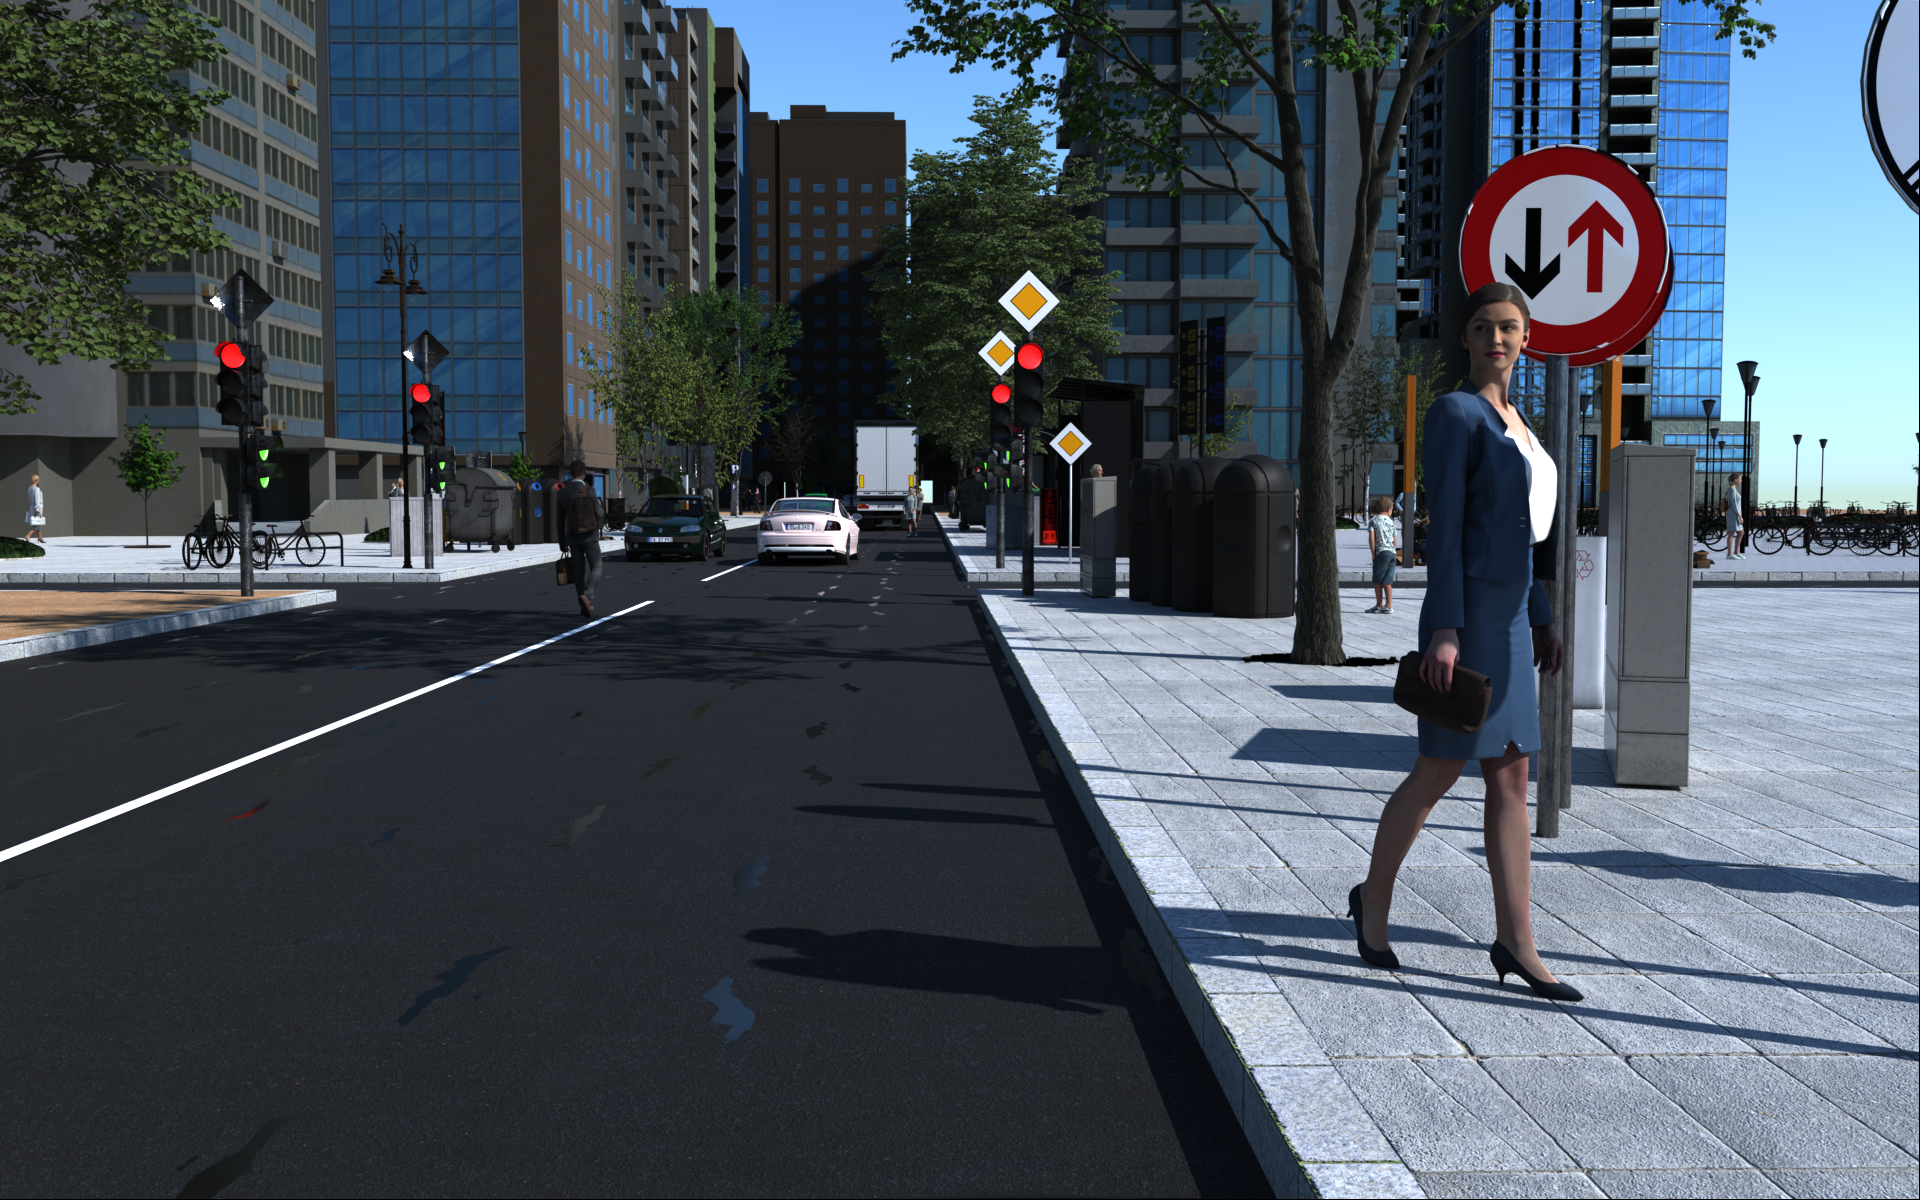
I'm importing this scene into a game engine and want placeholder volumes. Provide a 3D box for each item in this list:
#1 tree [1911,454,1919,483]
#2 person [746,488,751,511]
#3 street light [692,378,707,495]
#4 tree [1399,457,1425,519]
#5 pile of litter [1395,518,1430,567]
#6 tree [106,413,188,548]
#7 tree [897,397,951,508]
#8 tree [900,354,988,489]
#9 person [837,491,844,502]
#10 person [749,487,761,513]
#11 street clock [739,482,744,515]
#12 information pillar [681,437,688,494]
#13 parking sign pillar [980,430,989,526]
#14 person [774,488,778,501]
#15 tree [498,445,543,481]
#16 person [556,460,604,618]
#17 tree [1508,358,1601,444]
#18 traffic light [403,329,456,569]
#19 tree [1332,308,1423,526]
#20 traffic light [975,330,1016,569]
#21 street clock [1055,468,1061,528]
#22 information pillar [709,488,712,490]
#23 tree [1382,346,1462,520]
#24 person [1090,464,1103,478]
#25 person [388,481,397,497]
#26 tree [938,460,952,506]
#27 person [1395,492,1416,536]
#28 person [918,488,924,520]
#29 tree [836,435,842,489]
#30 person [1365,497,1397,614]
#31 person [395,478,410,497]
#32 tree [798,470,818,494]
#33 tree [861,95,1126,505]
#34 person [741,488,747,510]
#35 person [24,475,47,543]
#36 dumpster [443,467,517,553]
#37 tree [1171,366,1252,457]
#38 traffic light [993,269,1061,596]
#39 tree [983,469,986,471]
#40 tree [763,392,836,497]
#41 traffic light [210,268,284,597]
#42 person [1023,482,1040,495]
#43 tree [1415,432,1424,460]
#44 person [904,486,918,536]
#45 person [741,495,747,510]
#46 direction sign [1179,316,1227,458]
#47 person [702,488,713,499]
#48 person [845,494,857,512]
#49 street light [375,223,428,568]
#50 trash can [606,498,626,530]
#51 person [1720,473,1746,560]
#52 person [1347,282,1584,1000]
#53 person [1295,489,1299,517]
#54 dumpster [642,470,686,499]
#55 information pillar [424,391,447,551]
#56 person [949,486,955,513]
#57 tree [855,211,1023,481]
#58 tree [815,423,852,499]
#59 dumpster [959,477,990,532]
[{"bbox_3d":[25.087,-3.001,43.673,1.663,3.219,1.824,0,3,0],"label":"tree"},{"bbox_3d":[-15.898,-7.541,130.265,0.530,1.710,0.541,2,4,35],"label":"person"},{"bbox_3d":[-10.340,-5.879,68.911,0.468,5.910,1.993,0,4,-1],"label":"street light"},{"bbox_3d":[23.875,-5.841,90.110,1.663,3.219,1.824,0,3,0],"label":"tree"},{"bbox_3d":[8.127,-1.065,31.376,1.719,0.858,1.176,-2,4,-34],"label":"pile of litter"},{"bbox_3d":[-19.378,-2.853,41.249,1.663,3.219,1.824,0,3,0],"label":"tree"},{"bbox_3d":[-1.110,-15.445,162.901,12.009,13.543,11.850,0,3,0],"label":"tree"},{"bbox_3d":[-0.315,-14.767,148.095,9.857,13.997,8.962,0,3,0],"label":"tree"},{"bbox_3d":[-12.659,-10.689,183.946,0.721,1.739,1.217,3,4,38],"label":"person"},{"bbox_3d":[-13.624,-6.624,115.145,0.742,1.727,0.445,-2,4,-31],"label":"person"},{"bbox_3d":[-13.300,-6.134,104.865,0.358,2.002,0.471,-3,4,-37],"label":"street clock"},{"bbox_3d":[-11.397,-4.919,71.778,0.183,3.616,0.504,-2,4,-35],"label":"information pillar"},{"bbox_3d":[1.452,-5.042,70.904,1.447,3.967,1.447,-2,4,-33],"label":"parking sign pillar"},{"bbox_3d":[-17.531,-9.731,165.146,0.705,1.824,1.348,-2,4,-23],"label":"person"},{"bbox_3d":[-17.443,-4.495,68.096,1.663,3.219,1.824,0,3,0],"label":"tree"},{"bbox_3d":[-4.453,-0.724,20.298,0.622,1.834,0.822,0,4,6],"label":"person"},{"bbox_3d":[28.507,-8.127,83.234,4.360,8.622,3.978,0,3,0],"label":"tree"},{"bbox_3d":[-9.082,-2.486,29.574,0.839,4.253,0.868,0,4,-1],"label":"traffic light"},{"bbox_3d":[16.421,-7.292,69.587,4.360,8.622,3.978,0,3,0],"label":"tree"},{"bbox_3d":[0.677,-2.500,29.792,0.839,4.253,0.868,0,4,-1],"label":"traffic light"},{"bbox_3d":[2.641,-2.391,43.658,0.471,2.002,0.358,1,4,23],"label":"street clock"},{"bbox_3d":[-13.103,-5.242,90.202,0.304,2.012,0.304,1,4,23],"label":"information pillar"},{"bbox_3d":[23.005,-8.331,86.572,4.737,8.622,4.395,0,3,0],"label":"tree"},{"bbox_3d":[2.516,-1.622,32.434,0.818,1.842,0.514,-3,4,-37],"label":"person"},{"bbox_3d":[-23.535,-4.043,72.114,0.622,1.834,0.822,2,4,26],"label":"person"},{"bbox_3d":[-1.619,-14.037,179.865,4.360,8.622,3.978,0,3,0],"label":"tree"},{"bbox_3d":[11.029,-2.133,42.725,0.589,1.601,0.330,0,4,-7],"label":"person"},{"bbox_3d":[-2.366,-5.350,96.327,0.716,1.782,0.532,0,3,0],"label":"person"},{"bbox_3d":[-12.976,-13.056,163.834,4.360,8.622,3.978,0,3,0],"label":"tree"},{"bbox_3d":[4.514,-0.480,18.572,0.332,1.250,0.352,1,4,18],"label":"person"},{"bbox_3d":[-17.903,-3.025,55.691,0.537,1.800,0.526,-3,5,-40],"label":"person"},{"bbox_3d":[-12.463,-8.907,140.235,1.663,3.219,1.824,0,3,0],"label":"tree"},{"bbox_3d":[0.987,-8.019,49.236,7.486,12.596,7.792,0,3,0],"label":"tree"},{"bbox_3d":[-17.088,-7.921,136.334,1.217,1.735,0.721,1,4,19],"label":"person"},{"bbox_3d":[-24.066,-2.361,45.001,0.624,1.780,0.694,-3,5,-42],"label":"person"},{"bbox_3d":[-10.646,-1.995,38.382,1.264,1.857,1.865,0,4,-1],"label":"dumpster"},{"bbox_3d":[13.168,-8.681,92.299,4.737,8.622,4.395,0,3,0],"label":"tree"},{"bbox_3d":[0.843,-2.011,21.808,0.839,4.253,0.868,0,4,-1],"label":"traffic light"},{"bbox_3d":[1.581,-4.548,68.963,1.663,3.219,1.824,0,3,0],"label":"tree"},{"bbox_3d":[-11.919,-10.643,124.382,4.360,8.622,3.978,0,3,0],"label":"tree"},{"bbox_3d":[-8.916,-1.998,21.590,0.839,4.253,0.868,0,4,-1],"label":"traffic light"},{"bbox_3d":[2.093,-2.847,52.840,0.529,1.795,0.600,-2,4,-35],"label":"person"},{"bbox_3d":[17.892,-4.756,61.471,4.285,4.588,4.351,0,3,0],"label":"tree"},{"bbox_3d":[-1.670,-3.034,59.106,0.512,1.701,0.522,1,4,8],"label":"person"},{"bbox_3d":[-17.585,-8.194,140.018,1.348,1.823,0.705,2,4,32],"label":"person"},{"bbox_3d":[3.139,-1.865,22.491,0.379,3.537,0.876,-2,4,-33],"label":"direction sign"},{"bbox_3d":[-11.370,-4.353,77.393,0.709,1.800,0.728,1,4,18],"label":"person"},{"bbox_3d":[-8.622,-7.678,137.262,0.991,1.433,0.599,-1,4,-18],"label":"person"},{"bbox_3d":[-9.565,-3.487,29.808,0.468,5.910,1.993,0,4,-1],"label":"street light"},{"bbox_3d":[-12.460,-3.129,62.821,0.748,1.137,0.748,0,3,0],"label":"trash can"},{"bbox_3d":[15.167,-1.645,33.942,0.522,1.701,0.512,1,4,18],"label":"person"},{"bbox_3d":[1.340,0.092,4.558,0.581,1.822,0.654,-2,4,-30],"label":"person"},{"bbox_3d":[13.064,-3.756,67.802,0.599,1.781,0.374,-3,5,-40],"label":"person"},{"bbox_3d":[-11.848,-4.082,69.238,1.502,2.255,1.985,0,4,-1],"label":"dumpster"},{"bbox_3d":[-11.809,-2.914,39.000,0.504,3.616,0.183,-1,4,-16],"label":"information pillar"},{"bbox_3d":[-0.419,-5.808,101.592,0.593,1.750,0.643,3,4,37],"label":"person"},{"bbox_3d":[-0.775,-15.867,115.321,12.611,20.169,13.585,0,3,0],"label":"tree"},{"bbox_3d":[-12.787,-13.792,175.862,4.737,8.622,4.395,0,3,0],"label":"tree"},{"bbox_3d":[0.600,-3.265,59.142,1.264,1.857,1.865,0,4,-1],"label":"dumpster"}]
